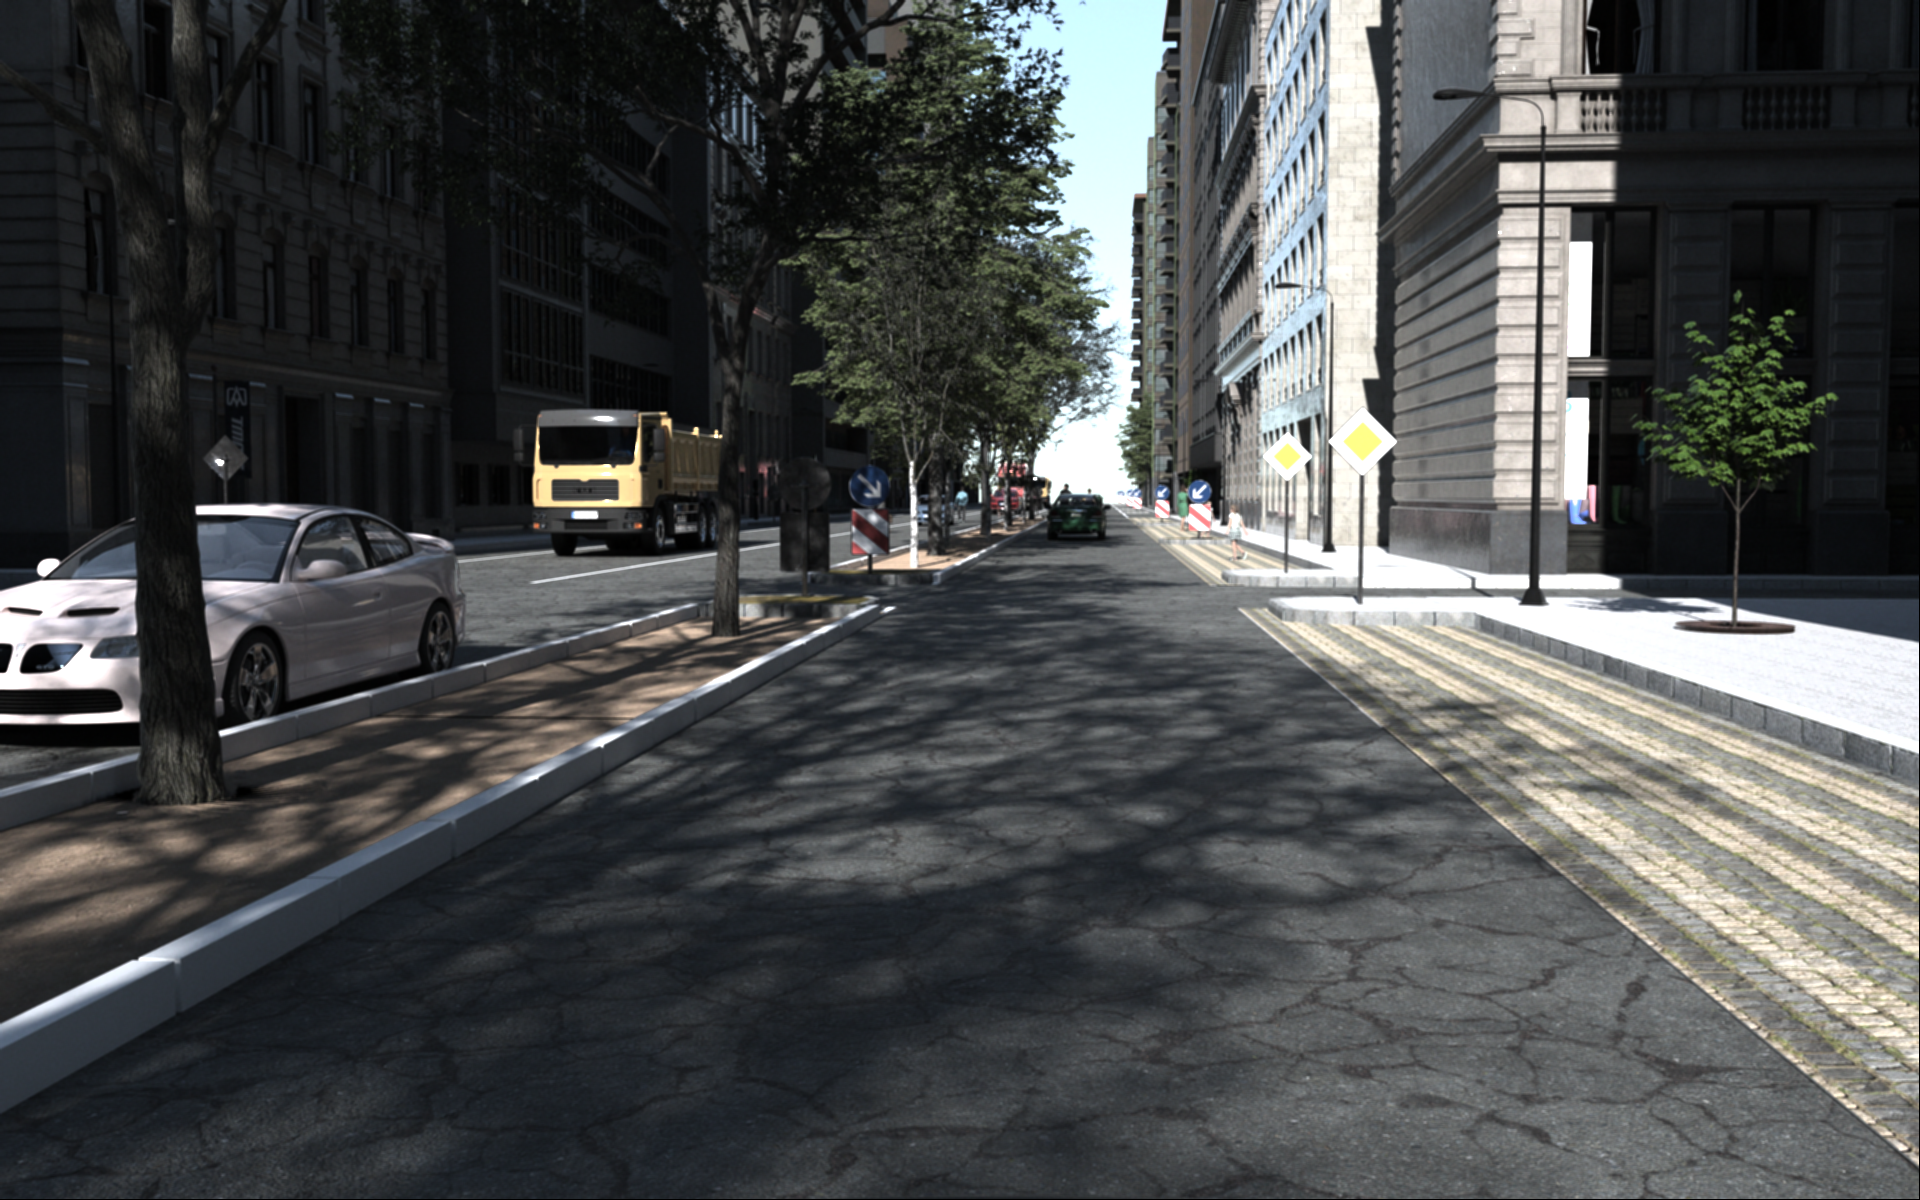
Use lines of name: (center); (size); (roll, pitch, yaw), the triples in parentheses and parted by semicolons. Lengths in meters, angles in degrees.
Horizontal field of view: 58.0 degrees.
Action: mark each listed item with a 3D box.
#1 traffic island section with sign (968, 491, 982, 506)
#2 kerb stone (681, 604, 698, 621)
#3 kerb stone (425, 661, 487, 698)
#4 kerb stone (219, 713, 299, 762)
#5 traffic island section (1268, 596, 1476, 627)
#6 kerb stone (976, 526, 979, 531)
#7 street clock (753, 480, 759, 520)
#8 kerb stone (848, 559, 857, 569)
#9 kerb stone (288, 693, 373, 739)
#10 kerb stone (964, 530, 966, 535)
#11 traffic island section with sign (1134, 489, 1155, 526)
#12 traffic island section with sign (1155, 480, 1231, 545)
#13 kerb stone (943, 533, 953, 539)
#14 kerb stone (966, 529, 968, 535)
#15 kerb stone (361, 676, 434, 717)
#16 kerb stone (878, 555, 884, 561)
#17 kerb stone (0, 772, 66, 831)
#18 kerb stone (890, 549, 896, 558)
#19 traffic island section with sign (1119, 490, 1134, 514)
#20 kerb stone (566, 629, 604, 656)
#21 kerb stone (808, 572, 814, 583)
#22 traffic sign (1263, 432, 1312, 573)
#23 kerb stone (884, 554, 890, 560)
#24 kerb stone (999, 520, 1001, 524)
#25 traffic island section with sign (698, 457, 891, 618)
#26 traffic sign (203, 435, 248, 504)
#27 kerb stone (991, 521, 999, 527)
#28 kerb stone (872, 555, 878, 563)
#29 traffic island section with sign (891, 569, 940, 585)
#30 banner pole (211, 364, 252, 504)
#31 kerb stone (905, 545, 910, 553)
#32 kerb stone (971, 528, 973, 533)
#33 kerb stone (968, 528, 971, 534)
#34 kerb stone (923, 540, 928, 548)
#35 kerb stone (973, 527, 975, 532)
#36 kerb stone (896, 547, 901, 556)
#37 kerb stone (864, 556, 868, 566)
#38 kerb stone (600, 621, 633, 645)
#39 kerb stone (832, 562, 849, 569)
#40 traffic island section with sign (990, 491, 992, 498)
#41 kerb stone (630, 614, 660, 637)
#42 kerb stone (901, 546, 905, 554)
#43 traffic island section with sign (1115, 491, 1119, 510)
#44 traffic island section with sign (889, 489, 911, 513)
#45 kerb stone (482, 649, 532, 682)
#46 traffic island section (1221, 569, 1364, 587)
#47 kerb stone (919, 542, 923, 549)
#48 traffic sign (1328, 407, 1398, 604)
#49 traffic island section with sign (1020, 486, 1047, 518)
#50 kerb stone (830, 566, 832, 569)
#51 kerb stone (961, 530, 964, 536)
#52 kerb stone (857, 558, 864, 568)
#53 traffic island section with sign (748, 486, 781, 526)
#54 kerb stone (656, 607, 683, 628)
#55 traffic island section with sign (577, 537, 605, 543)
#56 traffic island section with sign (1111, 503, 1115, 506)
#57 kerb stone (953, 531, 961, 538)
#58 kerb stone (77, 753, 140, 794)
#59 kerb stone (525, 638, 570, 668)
traffic island section with sign: (2.006, -12.400, 211.360); (1.989, 1.847, 2.006); (0, 4, 5)
kerb stone: (-3.127, 0.152, 19.745); (0.120, 0.150, 1.000); (0, 4, 5)
kerb stone: (-3.695, 0.587, 12.591); (0.120, 0.150, 1.000); (0, 4, 5)
kerb stone: (-3.939, 0.775, 9.527); (0.120, 0.150, 1.000); (0, 4, 5)
traffic island section: (4.680, 0.129, 20.170); (2.009, 0.180, 2.903); (0, 4, 5)
kerb stone: (0.513, -2.631, 65.232); (0.120, 0.150, 1.000); (0, 4, 5)
street clock: (-10.150, -4.992, 86.196); (0.358, 2.002, 0.471); (0, 4, 5)
kerb stone: (-2.107, -0.630, 32.506); (0.120, 0.150, 1.000); (0, 4, 5)
kerb stone: (-3.861, 0.714, 10.550); (0.120, 0.150, 1.000); (0, 4, 5)
kerb stone: (0.015, -2.257, 59.100); (0.120, 0.150, 1.000); (0, 4, 5)
traffic island section with sign: (8.954, -4.234, 77.854); (1.989, 1.847, 2.006); (0, 4, 5)
traffic island section with sign: (6.722, -2.513, 49.723); (1.989, 1.847, 2.006); (0, 4, 5)
kerb stone: (-0.386, -1.942, 53.985); (0.120, 0.150, 1.000); (0, 4, 5)
kerb stone: (0.100, -2.319, 60.119); (0.120, 0.150, 1.000); (0, 4, 5)
kerb stone: (-3.779, 0.650, 11.569); (0.120, 0.150, 1.000); (0, 4, 5)
kerb stone: (-1.778, -0.879, 36.607); (0.120, 0.150, 1.000); (0, 4, 5)
kerb stone: (-4.104, 0.900, 7.489); (0.120, 0.150, 1.000); (0, 4, 5)
kerb stone: (-1.613, -1.006, 38.649); (0.120, 0.150, 1.000); (0, 4, 5)
traffic island section with sign: (12.939, -7.278, 127.621); (1.989, 1.847, 2.006); (0, 4, 5)
kerb stone: (-3.447, 0.400, 15.654); (0.120, 0.150, 1.000); (0, 4, 5)
kerb stone: (-2.433, -0.379, 28.400); (0.120, 0.150, 1.000); (0, 4, 5)
traffic sign: (5.292, -1.493, 28.054); (0.795, 2.450, 0.064); (0, 4, 5)
kerb stone: (-1.696, -0.944, 37.625); (0.120, 0.150, 1.000); (0, 4, 5)
kerb stone: (1.660, -3.507, 79.540); (0.120, 0.150, 1.000); (0, 4, 5)
traffic island section with sign: (-1.985, -0.783, 20.940); (2.006, 1.907, 1.989); (0, 4, 5)
traffic sign: (-12.495, -1.581, 29.490); (0.795, 2.450, 0.064); (0, 4, 5)
kerb stone: (1.567, -3.445, 78.513); (0.120, 0.150, 1.000); (0, 4, 5)
kerb stone: (-1.853, -0.819, 35.581); (0.120, 0.150, 1.000); (0, 4, 5)
traffic island section with sign: (-1.385, -1.235, 28.323); (2.006, 1.907, 1.989); (0, 4, 5)
banner pole: (-14.175, -2.667, 33.624); (0.863, 3.779, 0.401); (-2, 4, -31)
kerb stone: (-1.368, -1.194, 41.730); (0.120, 0.150, 1.000); (0, 4, 5)
kerb stone: (0.272, -2.445, 62.173); (0.120, 0.150, 1.000); (0, 4, 5)
kerb stone: (0.192, -2.382, 61.142); (0.120, 0.150, 1.000); (0, 4, 5)
kerb stone: (-0.954, -1.505, 46.831); (0.120, 0.150, 1.000); (0, 4, 5)
kerb stone: (0.346, -2.508, 63.195); (0.120, 0.150, 1.000); (0, 4, 5)
kerb stone: (-1.527, -1.069, 39.674); (0.120, 0.150, 1.000); (0, 4, 5)
kerb stone: (-1.935, -0.754, 34.552); (0.120, 0.150, 1.000); (0, 4, 5)
kerb stone: (-3.371, 0.339, 16.679); (0.120, 0.150, 1.000); (0, 4, 5)
kerb stone: (-2.191, -0.567, 31.470); (0.120, 0.150, 1.000); (0, 4, 5)
traffic island section with sign: (4.173, -14.057, 238.453); (1.989, 1.847, 2.006); (0, 4, 5)
kerb stone: (-3.281, 0.275, 17.697); (0.120, 0.150, 1.000); (0, 4, 5)
kerb stone: (-1.456, -1.132, 40.702); (0.120, 0.150, 1.000); (0, 4, 5)
traffic island section with sign: (15.085, -8.924, 154.537); (1.989, 1.847, 2.006); (0, 4, 5)
traffic island section with sign: (-4.556, -7.381, 129.299); (1.989, 1.847, 2.006); (0, 4, 5)
kerb stone: (-3.608, 0.527, 13.609); (0.120, 0.150, 1.000); (0, 4, 5)
traffic island section: (5.316, -0.358, 28.130); (2.009, 0.180, 2.903); (0, 4, 5)
kerb stone: (-1.123, -1.382, 44.786); (0.120, 0.150, 1.000); (0, 4, 5)
traffic sign: (4.656, -1.006, 20.094); (0.795, 2.450, 0.064); (0, 4, 5)
traffic island section with sign: (4.590, -5.816, 103.224); (2.006, 1.907, 1.989); (0, 4, 5)
kerb stone: (-2.347, -0.442, 29.422); (0.120, 0.150, 1.000); (0, 4, 5)
kerb stone: (-0.060, -2.195, 58.081); (0.120, 0.150, 1.000); (0, 4, 5)
kerb stone: (-2.027, -0.693, 33.528); (0.120, 0.150, 1.000); (0, 4, 5)
traffic island section with sign: (-8.541, -4.320, 79.256); (1.989, 1.847, 2.006); (0, 4, 5)
kerb stone: (-3.199, 0.212, 18.725); (0.120, 0.150, 1.000); (0, 4, 5)
traffic island section with sign: (-10.727, -2.651, 51.976); (1.989, 1.847, 2.006); (0, 4, 5)
traffic island section with sign: (19.522, -12.314, 209.968); (1.989, 1.847, 2.006); (0, 4, 5)
kerb stone: (-0.144, -2.133, 57.062); (0.120, 0.150, 1.000); (0, 4, 5)
kerb stone: (-4.026, 0.840, 8.508); (0.120, 0.150, 1.000); (0, 4, 5)
kerb stone: (-3.532, 0.463, 14.632); (0.120, 0.150, 1.000); (0, 4, 5)
